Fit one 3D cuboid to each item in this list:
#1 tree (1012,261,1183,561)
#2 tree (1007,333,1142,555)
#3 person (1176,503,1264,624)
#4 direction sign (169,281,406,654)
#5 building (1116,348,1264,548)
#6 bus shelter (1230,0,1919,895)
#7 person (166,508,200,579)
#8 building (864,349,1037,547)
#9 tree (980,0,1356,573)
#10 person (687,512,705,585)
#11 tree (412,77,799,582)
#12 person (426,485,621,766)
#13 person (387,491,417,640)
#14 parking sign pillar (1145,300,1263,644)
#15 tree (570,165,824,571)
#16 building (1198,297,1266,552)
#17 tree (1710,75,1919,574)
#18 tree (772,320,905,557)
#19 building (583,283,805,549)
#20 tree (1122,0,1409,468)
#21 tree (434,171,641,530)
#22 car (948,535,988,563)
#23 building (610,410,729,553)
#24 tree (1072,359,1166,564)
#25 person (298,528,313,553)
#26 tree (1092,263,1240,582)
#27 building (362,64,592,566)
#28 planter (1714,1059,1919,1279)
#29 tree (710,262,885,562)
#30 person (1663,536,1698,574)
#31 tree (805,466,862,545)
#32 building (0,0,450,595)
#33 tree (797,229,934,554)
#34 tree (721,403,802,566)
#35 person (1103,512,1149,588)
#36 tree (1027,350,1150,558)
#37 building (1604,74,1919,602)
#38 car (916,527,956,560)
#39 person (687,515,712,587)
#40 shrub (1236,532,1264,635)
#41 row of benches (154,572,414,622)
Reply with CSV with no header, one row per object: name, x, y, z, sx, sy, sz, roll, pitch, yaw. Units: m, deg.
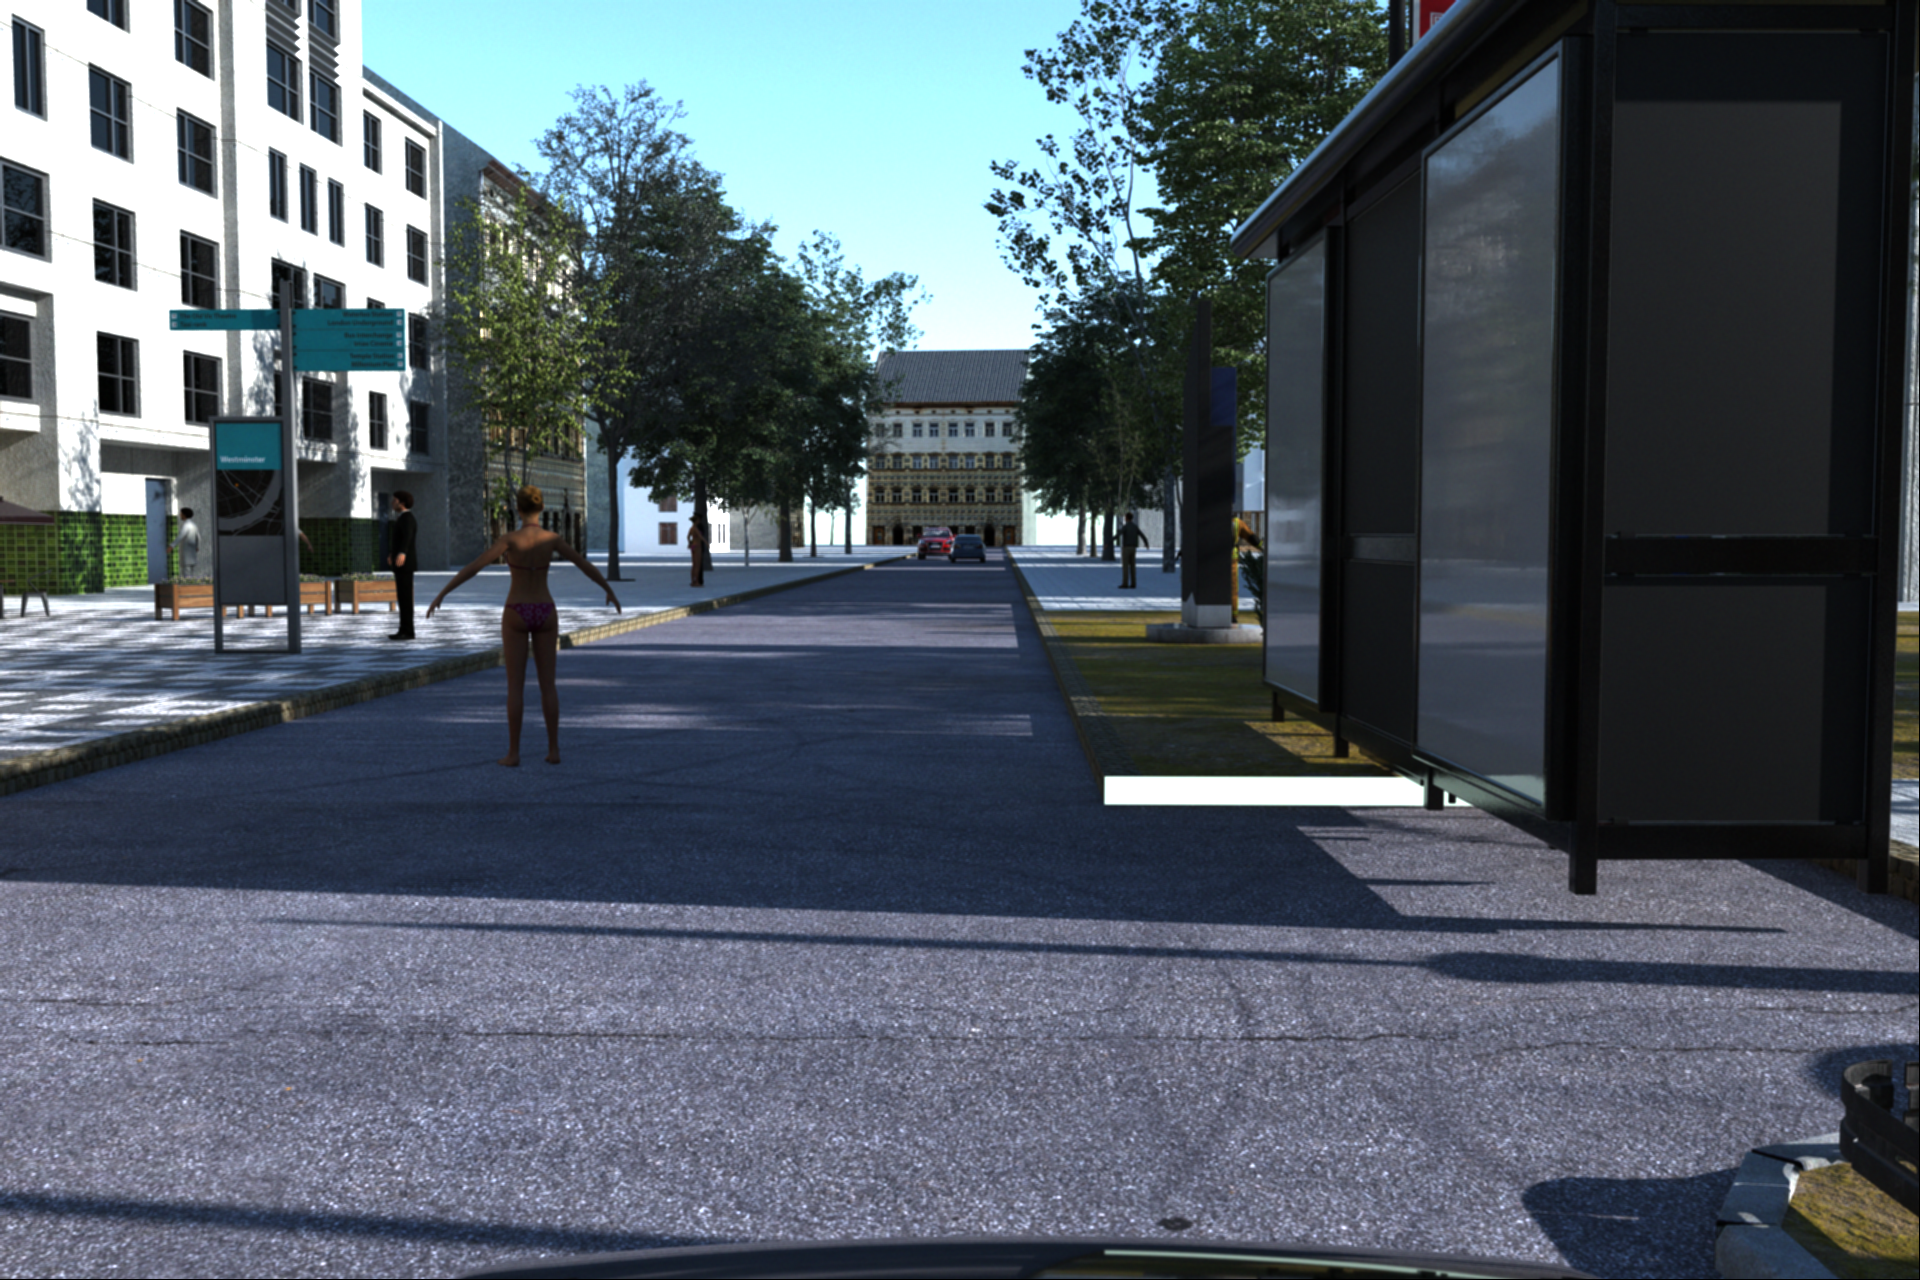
tree,7.173,-10.767,82.703,9.857,13.997,8.962,0,3,0
tree,7.628,-12.275,107.345,9.857,13.997,8.962,0,3,0
person,3.731,-1.144,24.466,1.354,1.858,0.705,0,4,2
direction sign,-7.088,-1.846,18.952,2.525,3.948,1.411,0,4,2
building,25.063,-18.762,173.214,16.747,18.905,31.486,0,4,1
bus shelter,2.941,-1.996,10.264,2.179,5.291,8.768,0,4,-1
person,-15.443,-1.735,34.562,0.705,1.806,1.347,0,4,-1
building,-0.660,-22.768,205.644,18.063,23.208,19.493,0,4,8
tree,6.656,-12.388,58.440,12.611,20.169,13.585,0,3,0
person,-6.617,-2.301,43.563,0.705,1.837,1.347,0,4,2
tree,-9.389,-8.348,46.859,12.009,13.543,11.850,0,3,0
person,-2.700,-0.095,10.817,1.217,1.733,0.721,-2,4,-28
person,-6.803,-0.912,21.097,0.705,1.806,1.347,-1,4,-22
parking sign pillar,2.952,-1.972,20.713,1.447,3.967,1.447,0,4,-1
tree,-8.943,-9.387,60.128,9.857,13.997,8.962,0,3,0
building,23.585,-17.197,137.584,16.016,20.090,11.380,0,4,1
tree,7.706,-4.136,17.983,4.360,8.622,3.978,0,3,0
tree,-8.229,-11.380,96.430,12.009,13.543,11.850,0,3,0
building,-24.296,-19.817,154.940,19.493,23.208,18.063,0,4,2
tree,6.460,-6.939,31.578,7.486,12.596,7.792,0,3,0
tree,-9.086,-5.254,36.258,4.737,8.622,4.395,0,3,0
car,0.403,-4.611,87.396,2.014,1.417,4.499,0,3,0
building,-21.995,-11.590,131.649,9.099,9.664,28.070,0,4,1
tree,6.890,-7.499,72.964,4.360,8.622,3.978,0,3,0
person,-13.609,-1.774,34.856,1.347,1.847,0.705,1,4,8
tree,5.861,-5.874,46.398,4.737,8.622,4.395,0,3,0
building,-28.359,-15.148,78.606,19.493,23.208,18.063,0,4,0
planter,2.459,1.111,2.971,1.991,0.319,1.994,0,4,1
tree,-8.134,-10.588,79.764,9.857,13.997,8.962,0,3,0
person,15.937,-1.965,38.258,1.347,1.817,0.704,-1,4,-22
tree,-14.897,-16.543,204.889,7.601,10.594,8.767,0,4,-1
building,-26.828,-10.912,44.873,16.747,18.905,31.486,0,4,2
tree,-8.501,-15.587,110.743,12.611,20.169,13.585,0,3,0
tree,-8.650,-7.301,69.728,4.360,8.622,3.978,0,3,0
person,3.981,-2.122,40.965,1.348,1.796,0.705,-2,4,-33
tree,7.449,-10.357,95.099,9.928,11.665,9.643,0,3,0
building,26.660,-11.076,47.554,16.747,18.905,31.486,0,4,2
car,-1.310,-5.500,98.599,2.281,1.827,5.304,0,4,2
person,-6.320,-2.149,41.935,0.721,1.733,1.217,-2,4,-32
shrub,3.552,-0.756,16.787,1.690,2.028,1.600,0,3,0
row of benches,-10.524,-0.705,26.991,1.422,0.672,4.104,3,5,41
